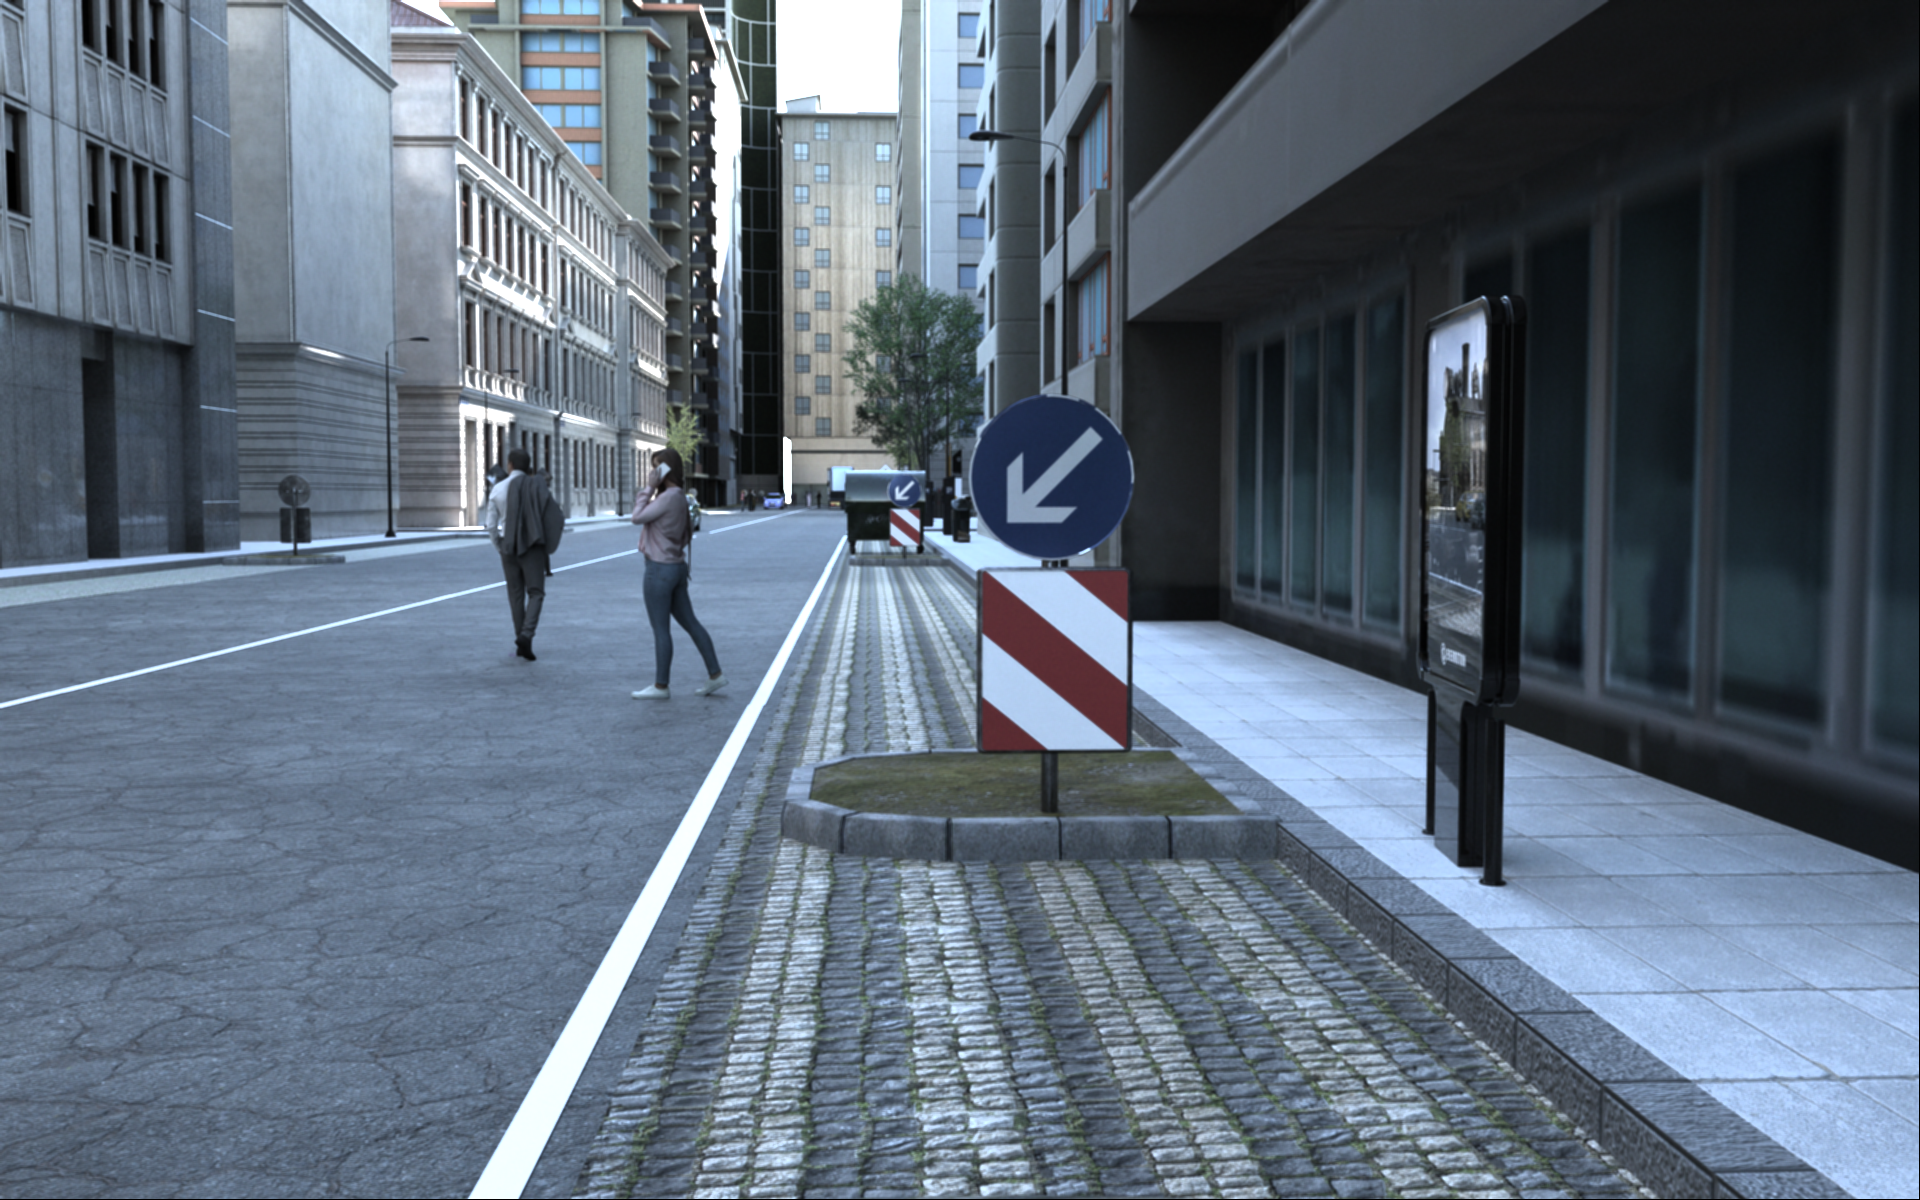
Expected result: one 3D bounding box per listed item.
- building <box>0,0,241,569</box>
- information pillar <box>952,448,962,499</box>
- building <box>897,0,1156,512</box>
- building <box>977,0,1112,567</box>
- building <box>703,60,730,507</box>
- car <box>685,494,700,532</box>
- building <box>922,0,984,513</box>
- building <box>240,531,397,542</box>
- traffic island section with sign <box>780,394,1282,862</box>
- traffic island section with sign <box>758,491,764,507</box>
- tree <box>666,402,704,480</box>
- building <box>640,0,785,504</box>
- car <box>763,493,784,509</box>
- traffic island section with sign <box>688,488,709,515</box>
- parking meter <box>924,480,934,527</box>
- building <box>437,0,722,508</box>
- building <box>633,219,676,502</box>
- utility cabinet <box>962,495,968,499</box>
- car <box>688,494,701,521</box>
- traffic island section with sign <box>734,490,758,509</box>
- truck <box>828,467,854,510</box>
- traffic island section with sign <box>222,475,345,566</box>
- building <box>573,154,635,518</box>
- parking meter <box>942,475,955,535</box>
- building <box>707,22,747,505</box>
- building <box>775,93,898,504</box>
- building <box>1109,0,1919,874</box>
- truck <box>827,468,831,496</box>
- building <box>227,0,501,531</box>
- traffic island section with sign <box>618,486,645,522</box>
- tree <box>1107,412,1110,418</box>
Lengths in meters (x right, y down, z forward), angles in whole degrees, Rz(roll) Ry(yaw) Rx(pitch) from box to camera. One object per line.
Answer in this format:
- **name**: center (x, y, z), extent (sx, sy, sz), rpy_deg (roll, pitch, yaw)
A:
- **building**: center (-22.042, -12.899, 28.918), extent (12.078, 24.808, 19.932), rpy_deg (0, 4, -3)
- **information pillar**: center (-0.139, -5.967, 88.919), extent (0.504, 3.616, 0.183), rpy_deg (0, 4, -6)
- **building**: center (5.133, -32.674, 157.916), extent (21.300, 48.544, 21.600), rpy_deg (0, 4, -3)
- **building**: center (15.103, -11.992, 41.108), extent (27.650, 21.520, 28.899), rpy_deg (0, 4, -3)
- **building**: center (-30.933, -32.129, 175.427), extent (14.600, 45.320, 14.200), rpy_deg (0, 4, -3)
- **car**: center (-10.992, -3.340, 66.412), extent (2.131, 1.459, 4.920), rpy_deg (0, 4, -4)
- **building**: center (7.871, -35.279, 118.807), extent (21.231, 58.520, 28.212), rpy_deg (0, 4, -3)
- **building**: center (-27.860, -13.108, 50.475), extent (21.152, 22.565, 11.583), rpy_deg (0, 4, -3)
- **traffic island section with sign**: center (0.221, 0.059, 7.661), extent (1.989, 1.847, 2.006), rpy_deg (0, 4, -3)
- **traffic island section with sign**: center (-22.137, -11.315, 193.621), extent (1.989, 1.847, 2.006), rpy_deg (0, 4, -3)
- **tree**: center (-22.413, -11.451, 137.582), extent (4.737, 8.622, 4.395), rpy_deg (0, 3, 0)
- **building**: center (-34.380, -48.500, 231.231), extent (20.611, 71.187, 20.563), rpy_deg (0, 4, -3)
- **car**: center (-17.726, -9.504, 164.983), extent (1.945, 1.707, 3.694), rpy_deg (0, 4, -1)
- **traffic island section with sign**: center (-18.101, -6.656, 117.445), extent (1.989, 1.847, 2.006), rpy_deg (0, 4, -3)
- **parking meter**: center (-1.229, -3.792, 67.711), extent (0.399, 1.863, 0.255), rpy_deg (1, 4, 21)
- **building**: center (-33.000, -30.499, 153.289), extent (22.147, 44.769, 28.867), rpy_deg (0, 4, -3)
- **building**: center (-26.085, -17.160, 116.724), extent (11.583, 22.565, 21.152), rpy_deg (0, 4, -3)
- **utility cabinet**: center (-0.008, -5.504, 101.147), extent (1.020, 1.237, 0.306), rpy_deg (-1, 4, -19)
- **car**: center (-13.366, -4.429, 82.634), extent (2.015, 1.641, 3.980), rpy_deg (0, 4, -3)
- **traffic island section with sign**: center (-20.702, -9.655, 166.490), extent (1.989, 1.847, 2.006), rpy_deg (0, 4, -3)
- **truck**: center (-11.253, -10.769, 165.824), extent (2.967, 4.110, 18.799), rpy_deg (0, 4, -4)
- **traffic island section with sign**: center (-13.752, -1.641, 35.458), extent (1.989, 1.847, 2.006), rpy_deg (0, 4, -3)
- **building**: center (-25.399, -15.835, 95.056), extent (11.583, 22.565, 21.152), rpy_deg (0, 4, -3)
- **parking meter**: center (-0.365, -2.957, 54.051), extent (0.399, 1.863, 0.255), rpy_deg (-1, 4, -8)
- **building**: center (-39.209, -37.359, 200.066), extent (27.495, 52.752, 28.713), rpy_deg (0, 4, -3)
- **building**: center (-10.573, -39.621, 237.045), extent (27.495, 52.752, 28.713), rpy_deg (0, 4, -3)
- **building**: center (12.767, -23.439, 6.926), extent (21.300, 48.544, 21.600), rpy_deg (0, 4, -3)
- **truck**: center (-13.303, -12.415, 191.896), extent (2.839, 4.237, 11.283), rpy_deg (0, 4, -3)
- **building**: center (-24.276, -14.545, 73.974), extent (11.583, 22.565, 21.152), rpy_deg (0, 4, -3)
- **traffic island section with sign**: center (-16.640, -4.976, 89.980), extent (1.989, 1.847, 2.006), rpy_deg (0, 4, -3)
- **tree**: center (2.772, -1.724, 22.795), extent (1.663, 3.219, 1.824), rpy_deg (0, 3, 0)
